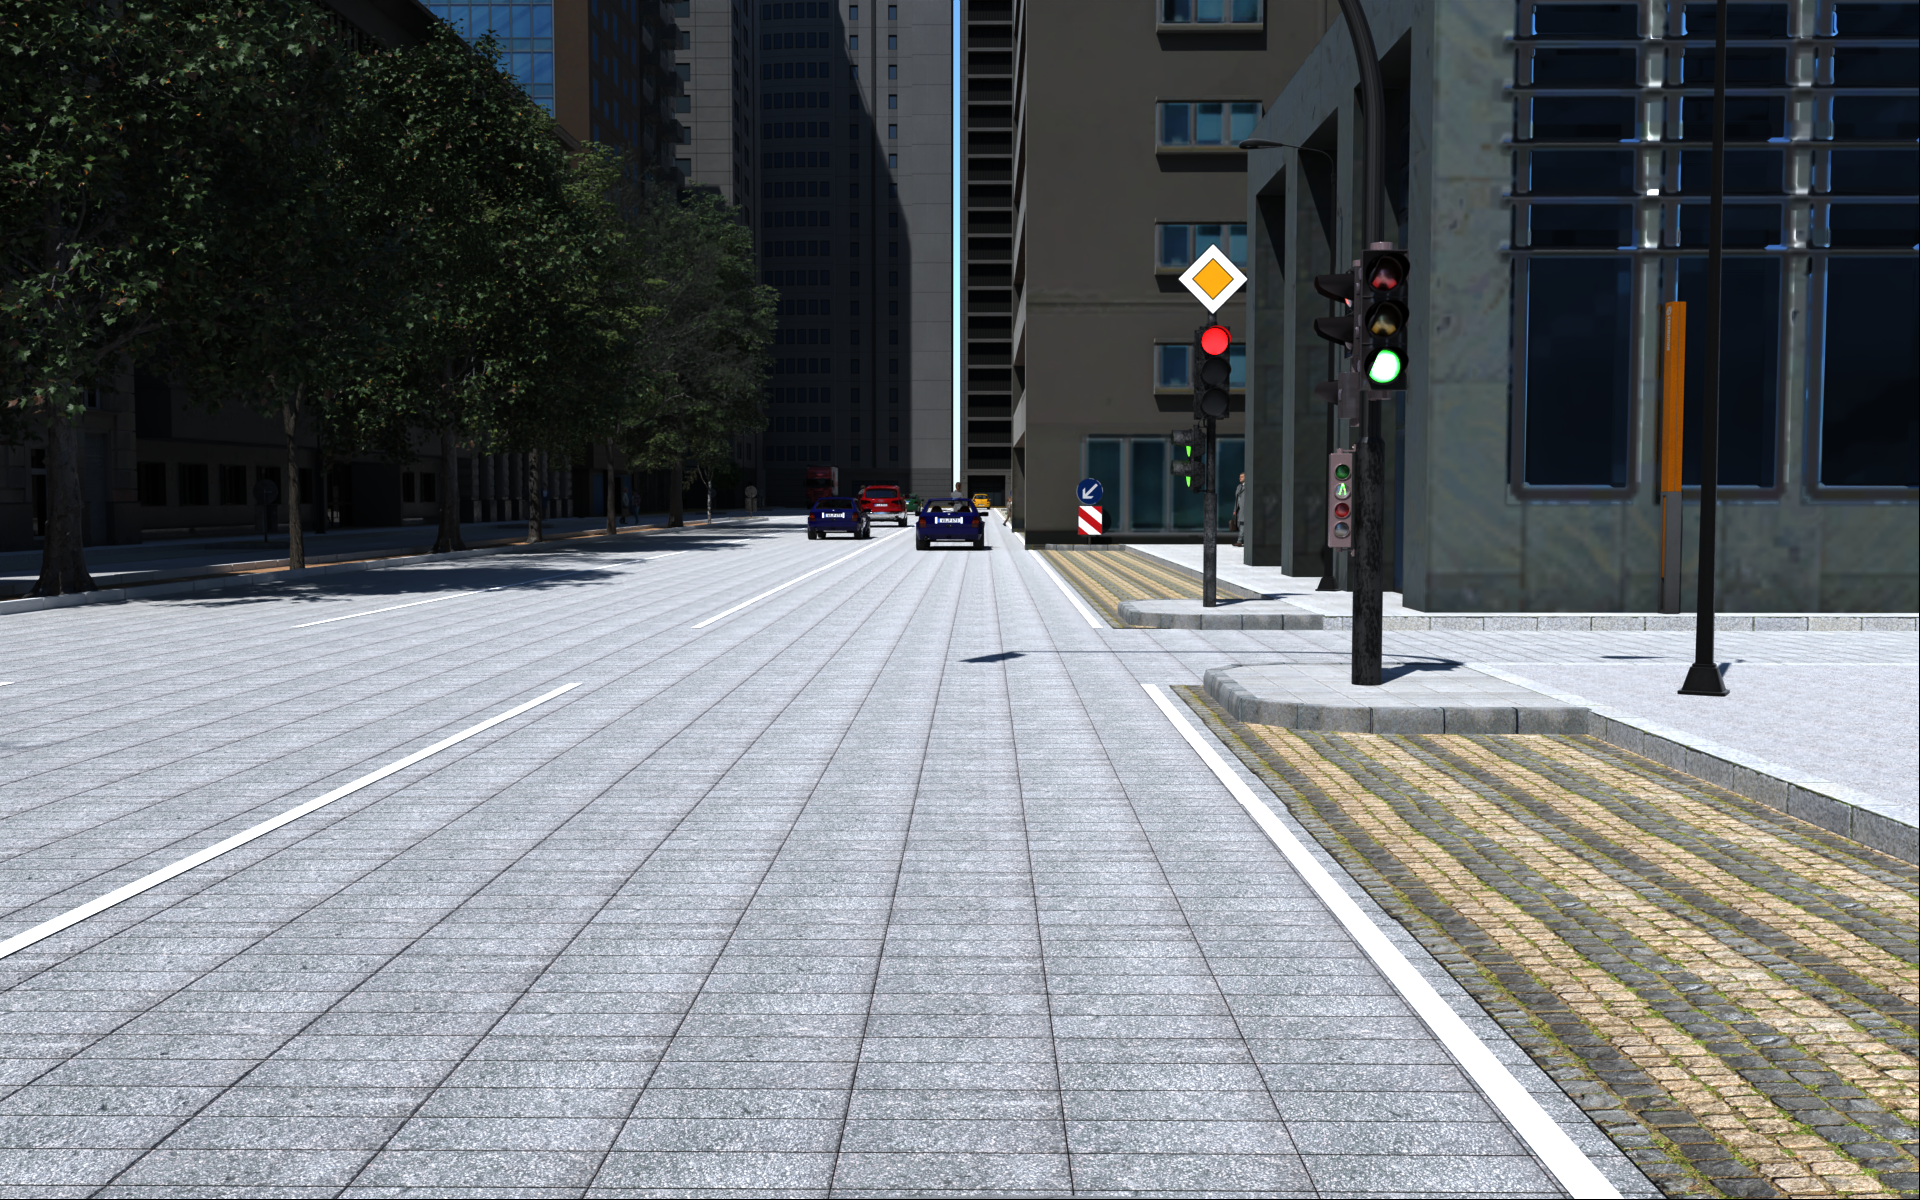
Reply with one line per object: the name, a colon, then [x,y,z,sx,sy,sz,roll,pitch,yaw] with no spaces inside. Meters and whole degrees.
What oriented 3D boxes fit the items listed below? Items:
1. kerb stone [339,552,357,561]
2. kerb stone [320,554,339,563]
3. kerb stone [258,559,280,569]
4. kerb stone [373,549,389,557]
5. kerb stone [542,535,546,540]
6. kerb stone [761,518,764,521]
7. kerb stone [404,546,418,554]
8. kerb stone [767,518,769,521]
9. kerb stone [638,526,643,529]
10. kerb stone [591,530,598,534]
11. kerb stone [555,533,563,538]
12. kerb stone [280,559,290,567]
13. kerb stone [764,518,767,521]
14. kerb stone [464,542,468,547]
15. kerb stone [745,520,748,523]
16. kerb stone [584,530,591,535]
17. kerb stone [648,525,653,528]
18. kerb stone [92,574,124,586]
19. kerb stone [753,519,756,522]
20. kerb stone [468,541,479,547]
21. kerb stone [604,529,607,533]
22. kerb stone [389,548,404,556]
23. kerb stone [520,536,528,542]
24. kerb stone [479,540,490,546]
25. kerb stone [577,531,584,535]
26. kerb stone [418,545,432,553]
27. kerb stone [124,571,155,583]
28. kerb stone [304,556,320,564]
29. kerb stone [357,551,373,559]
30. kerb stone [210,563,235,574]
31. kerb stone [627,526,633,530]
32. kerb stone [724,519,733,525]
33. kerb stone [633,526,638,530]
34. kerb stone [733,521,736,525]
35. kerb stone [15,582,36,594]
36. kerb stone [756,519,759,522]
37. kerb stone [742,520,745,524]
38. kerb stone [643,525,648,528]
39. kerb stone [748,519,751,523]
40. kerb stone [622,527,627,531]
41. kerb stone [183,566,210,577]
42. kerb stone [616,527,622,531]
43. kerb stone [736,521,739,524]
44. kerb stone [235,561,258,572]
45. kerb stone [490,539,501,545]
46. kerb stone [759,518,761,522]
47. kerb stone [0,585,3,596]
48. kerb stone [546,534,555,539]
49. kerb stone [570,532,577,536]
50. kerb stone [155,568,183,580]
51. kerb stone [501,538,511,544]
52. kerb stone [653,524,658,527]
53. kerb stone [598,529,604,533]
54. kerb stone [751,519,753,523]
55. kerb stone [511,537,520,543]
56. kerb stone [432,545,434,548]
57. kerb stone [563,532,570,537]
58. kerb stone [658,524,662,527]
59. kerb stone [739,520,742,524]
kerb stone: [-13.293,-0.922,37.334,0.120,0.150,1.000,0,4,1]
kerb stone: [-13.312,-0.860,36.300,0.120,0.150,1.000,0,4,1]
kerb stone: [-13.353,-0.674,33.218,0.120,0.150,1.000,0,4,1]
kerb stone: [-13.274,-1.049,39.380,0.120,0.150,1.000,0,4,1]
kerb stone: [-13.094,-1.925,53.710,0.120,0.150,1.000,0,4,1]
kerb stone: [-10.517,-4.184,90.639,0.120,0.150,1.000,0,4,1]
kerb stone: [-13.240,-1.176,41.425,0.120,0.150,1.000,0,4,1]
kerb stone: [-10.491,-4.307,92.684,0.120,0.150,1.000,0,4,1]
kerb stone: [-12.893,-2.869,69.099,0.120,0.150,1.000,0,4,1]
kerb stone: [-13.001,-2.363,60.883,0.120,0.150,1.000,0,4,1]
kerb stone: [-13.053,-2.050,55.759,0.120,0.150,1.000,0,4,1]
kerb stone: [-13.334,-0.732,34.240,0.120,0.150,1.000,0,4,1]
kerb stone: [-10.494,-4.249,91.661,0.120,0.150,1.000,0,4,1]
kerb stone: [-13.193,-1.426,45.515,0.120,0.150,1.000,0,4,1]
kerb stone: [-10.596,-3.810,84.495,0.120,0.150,1.000,0,4,1]
kerb stone: [-13.007,-2.303,59.857,0.120,0.150,1.000,0,4,1]
kerb stone: [-12.866,-2.994,71.147,0.120,0.150,1.000,0,4,1]
kerb stone: [-13.425,-0.293,27.080,0.120,0.150,1.000,0,4,1]
kerb stone: [-10.562,-3.998,87.570,0.120,0.150,1.000,0,4,1]
kerb stone: [-13.189,-1.489,46.541,0.120,0.150,1.000,0,4,1]
kerb stone: [-12.972,-2.491,62.929,0.120,0.150,1.000,0,4,1]
kerb stone: [-13.262,-1.108,40.402,0.120,0.150,1.000,0,4,1]
kerb stone: [-13.114,-1.800,51.663,0.120,0.150,1.000,0,4,1]
kerb stone: [-13.171,-1.552,47.563,0.120,0.150,1.000,0,4,1]
kerb stone: [-13.022,-2.239,58.835,0.120,0.150,1.000,0,4,1]
kerb stone: [-13.224,-1.239,42.447,0.120,0.150,1.000,0,4,1]
kerb stone: [-13.413,-0.362,28.106,0.120,0.150,1.000,0,4,1]
kerb stone: [-13.328,-0.800,35.268,0.120,0.150,1.000,0,4,1]
kerb stone: [-13.284,-0.987,38.358,0.120,0.150,1.000,0,4,1]
kerb stone: [-13.381,-0.549,31.173,0.120,0.150,1.000,0,4,1]
kerb stone: [-12.919,-2.744,67.053,0.120,0.150,1.000,0,4,1]
kerb stone: [-10.661,-3.497,79.364,0.120,0.150,1.000,0,4,1]
kerb stone: [-12.901,-2.806,68.077,0.120,0.150,1.000,0,4,1]
kerb stone: [-10.655,-3.560,80.394,0.120,0.150,1.000,0,4,1]
kerb stone: [-13.452,-0.174,25.035,0.120,0.150,1.000,0,4,1]
kerb stone: [-10.546,-4.061,88.594,0.120,0.150,1.000,0,4,1]
kerb stone: [-10.606,-3.747,83.461,0.120,0.150,1.000,0,4,1]
kerb stone: [-12.876,-2.926,70.121,0.120,0.150,1.000,0,4,1]
kerb stone: [-10.580,-3.865,85.520,0.120,0.150,1.000,0,4,1]
kerb stone: [-12.940,-2.681,66.023,0.120,0.150,1.000,0,4,1]
kerb stone: [-13.393,-0.487,30.151,0.120,0.150,1.000,0,4,1]
kerb stone: [-12.946,-2.614,64.987,0.120,0.150,1.000,0,4,1]
kerb stone: [-10.643,-3.622,81.417,0.120,0.150,1.000,0,4,1]
kerb stone: [-13.365,-0.612,32.196,0.120,0.150,1.000,0,4,1]
kerb stone: [-13.156,-1.614,48.588,0.120,0.150,1.000,0,4,1]
kerb stone: [-10.534,-4.121,89.617,0.120,0.150,1.000,0,4,1]
kerb stone: [-13.473,-0.109,24.013,0.120,0.150,1.000,0,4,1]
kerb stone: [-13.077,-1.989,54.732,0.120,0.150,1.000,0,4,1]
kerb stone: [-13.033,-2.178,57.813,0.120,0.150,1.000,0,4,1]
kerb stone: [-13.400,-0.422,29.129,0.120,0.150,1.000,0,4,1]
kerb stone: [-13.139,-1.675,49.611,0.120,0.150,1.000,0,4,1]
kerb stone: [-12.850,-3.056,72.169,0.120,0.150,1.000,0,4,1]
kerb stone: [-12.987,-2.429,61.907,0.120,0.150,1.000,0,4,1]
kerb stone: [-10.571,-3.929,86.543,0.120,0.150,1.000,0,4,1]
kerb stone: [-13.125,-1.739,50.633,0.120,0.150,1.000,0,4,1]
kerb stone: [-13.211,-1.294,43.469,0.120,0.150,1.000,0,4,1]
kerb stone: [-13.051,-2.113,56.781,0.120,0.150,1.000,0,4,1]
kerb stone: [-12.836,-3.120,73.201,0.120,0.150,1.000,0,4,1]
kerb stone: [-10.625,-3.685,82.439,0.120,0.150,1.000,0,4,1]
